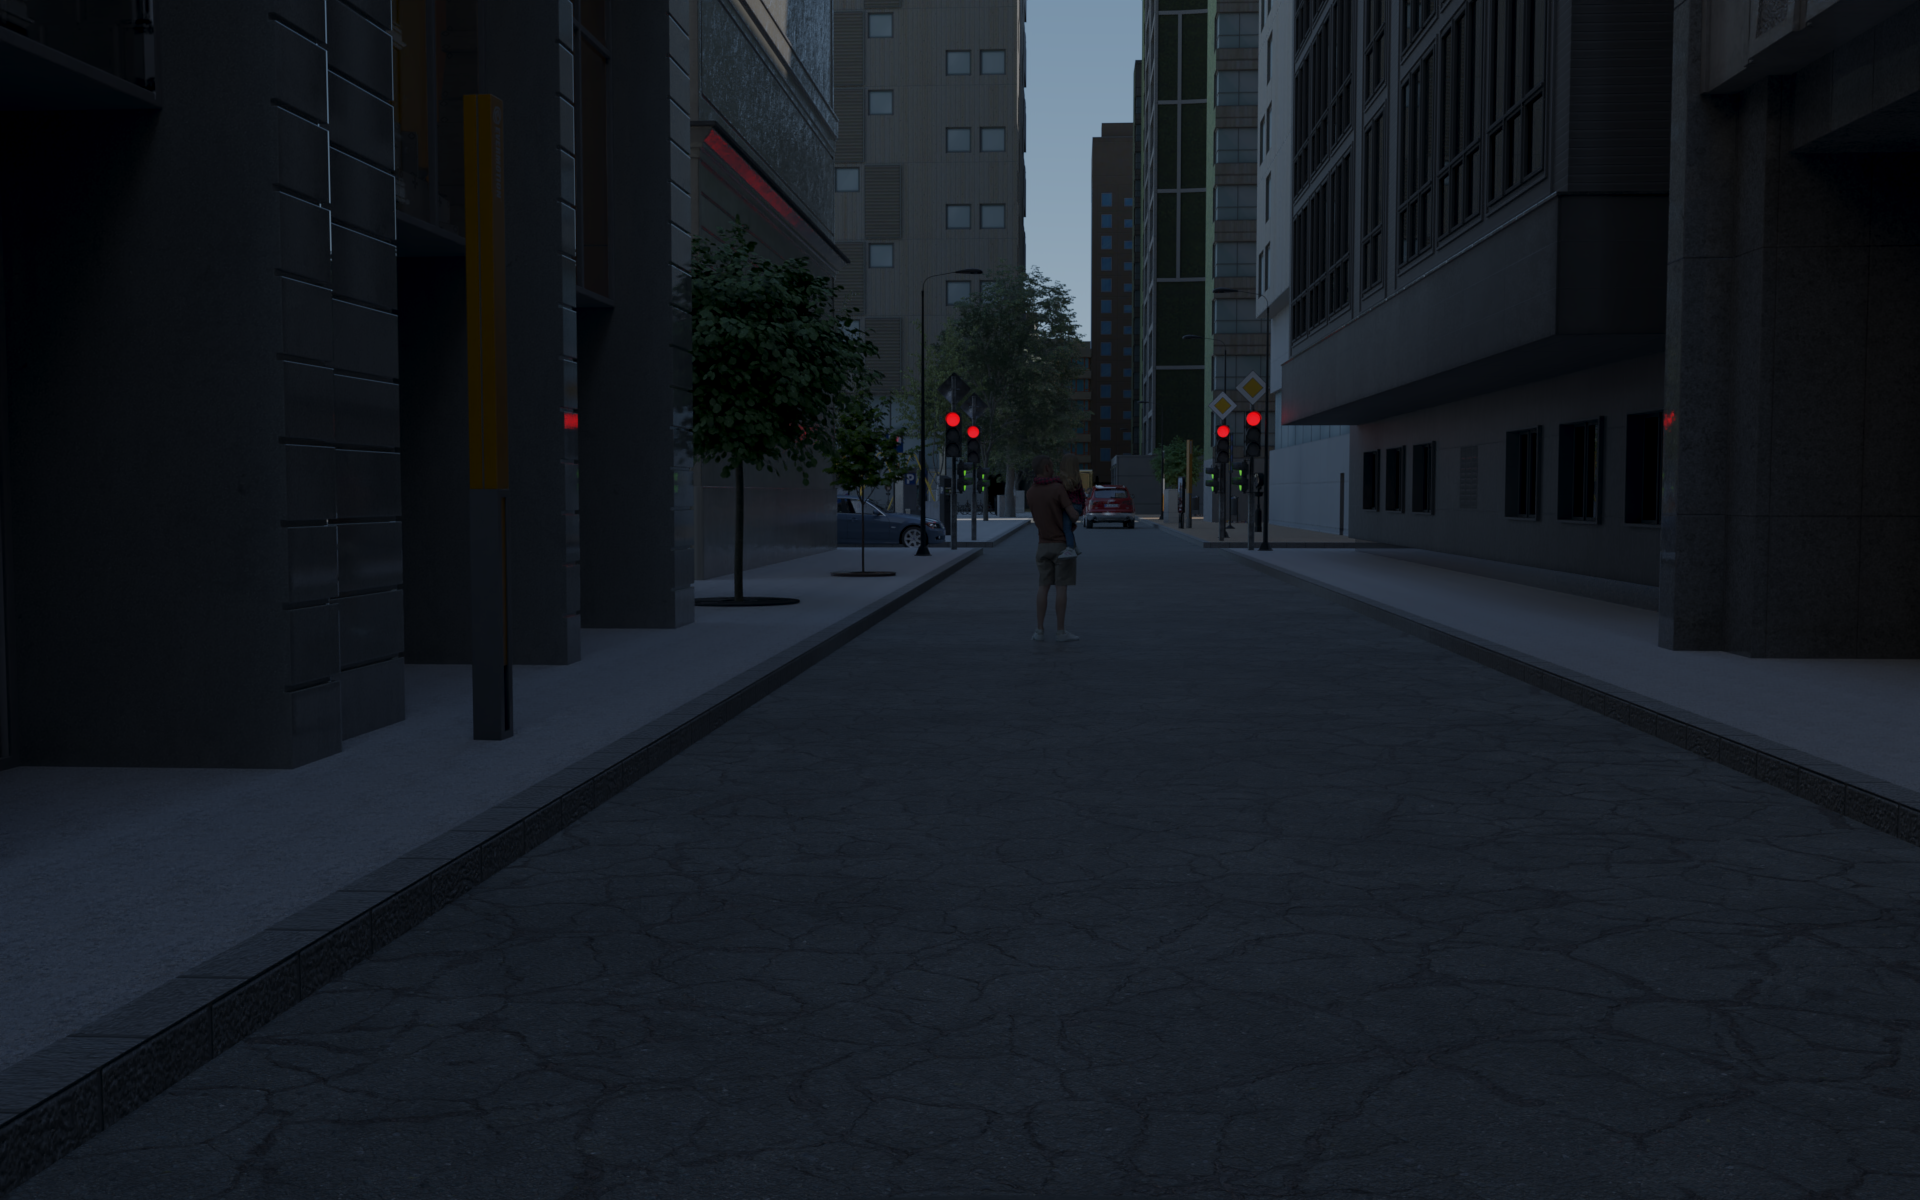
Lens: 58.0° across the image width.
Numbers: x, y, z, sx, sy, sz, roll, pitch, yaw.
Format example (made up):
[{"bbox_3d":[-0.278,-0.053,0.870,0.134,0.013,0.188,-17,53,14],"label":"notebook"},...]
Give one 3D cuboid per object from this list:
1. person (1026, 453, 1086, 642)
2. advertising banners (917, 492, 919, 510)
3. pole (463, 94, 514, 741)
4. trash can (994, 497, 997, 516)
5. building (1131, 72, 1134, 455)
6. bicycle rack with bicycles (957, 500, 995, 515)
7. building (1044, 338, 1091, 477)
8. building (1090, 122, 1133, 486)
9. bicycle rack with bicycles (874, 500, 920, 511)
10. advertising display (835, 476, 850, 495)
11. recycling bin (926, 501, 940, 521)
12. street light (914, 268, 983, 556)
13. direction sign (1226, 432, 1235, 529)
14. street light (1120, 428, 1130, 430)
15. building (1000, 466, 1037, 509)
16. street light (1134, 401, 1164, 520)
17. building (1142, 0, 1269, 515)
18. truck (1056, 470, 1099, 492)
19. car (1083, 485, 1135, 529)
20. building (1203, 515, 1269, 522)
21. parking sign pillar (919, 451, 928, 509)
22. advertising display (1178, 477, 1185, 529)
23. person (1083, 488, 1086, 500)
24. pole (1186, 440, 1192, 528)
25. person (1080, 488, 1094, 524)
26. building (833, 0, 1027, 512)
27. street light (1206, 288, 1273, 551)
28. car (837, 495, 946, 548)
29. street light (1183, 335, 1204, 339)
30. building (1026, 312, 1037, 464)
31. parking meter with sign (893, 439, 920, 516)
[{"bbox_3d":[0.958,-0.518,16.947,0.580,1.828,0.573,-1,4,-9],"label":"person"},{"bbox_3d":[-3.129,-7.309,115.686,2.074,3.025,0.090,3,5,43],"label":"advertising banners"},{"bbox_3d":[-2.450,-0.927,8.996,0.158,3.312,0.155,0,3,0],"label":"pole"},{"bbox_3d":[2.341,-5.510,101.734,0.748,1.137,0.748,0,3,0],"label":"trash can"},{"bbox_3d":[23.526,-29.534,166.472,14.154,41.232,14.086,0,4,4],"label":"building"},{"bbox_3d":[0.764,-5.728,107.029,2.925,0.926,2.852,1,4,12],"label":"bicycle rack with bicycles"},{"bbox_3d":[2.083,-22.976,220.699,28.899,21.520,27.650,0,4,4],"label":"building"},{"bbox_3d":[23.138,-34.354,211.794,14.200,45.320,14.600,0,4,4],"label":"building"},{"bbox_3d":[-3.573,-5.387,101.462,2.852,0.926,2.925,-3,4,-37],"label":"bicycle rack with bicycles"},{"bbox_3d":[-3.532,-2.611,47.905,0.974,1.923,0.123,0,4,5],"label":"advertising display"},{"bbox_3d":[-0.965,-2.929,60.439,0.722,1.027,0.722,1,4,8],"label":"recycling bin"},{"bbox_3d":[-0.228,-3.869,35.793,1.470,5.913,1.316,0,4,4],"label":"street light"},{"bbox_3d":[9.990,-4.402,63.965,0.379,3.537,0.876,0,3,0],"label":"direction sign"},{"bbox_3d":[12.010,-9.165,122.385,1.470,5.913,1.316,0,4,4],"label":"street light"},{"bbox_3d":[-2.654,-44.163,160.310,20.563,71.187,20.611,0,4,4],"label":"building"},{"bbox_3d":[9.546,-6.965,86.414,1.470,5.913,1.316,0,4,4],"label":"street light"},{"bbox_3d":[20.746,-27.420,131.908,14.154,41.232,14.086,0,4,4],"label":"building"},{"bbox_3d":[9.263,-8.674,137.744,3.469,3.379,9.791,0,4,5],"label":"truck"},{"bbox_3d":[6.275,-3.949,73.234,2.281,1.827,5.304,0,4,2],"label":"car"},{"bbox_3d":[18.843,-24.454,83.426,14.154,41.232,14.086,0,4,4],"label":"building"},{"bbox_3d":[-2.312,-7.337,108.433,1.447,3.967,1.447,0,4,5],"label":"parking sign pillar"},{"bbox_3d":[8.202,-3.605,64.159,0.123,1.923,0.974,0,4,-2],"label":"advertising display"},{"bbox_3d":[8.796,-6.982,122.538,0.514,1.842,0.818,-1,4,-13],"label":"person"},{"bbox_3d":[8.639,-4.367,65.239,0.158,3.312,0.155,0,3,0],"label":"pole"},{"bbox_3d":[6.045,-4.437,81.803,0.760,1.731,0.466,-3,4,-38],"label":"person"},{"bbox_3d":[-8.469,-33.484,136.701,28.713,52.752,27.495,0,4,4],"label":"building"},{"bbox_3d":[6.379,-4.071,39.095,1.470,5.913,1.316,0,4,4],"label":"street light"},{"bbox_3d":[-2.610,-1.986,44.478,4.499,1.417,2.014,0,4,3],"label":"car"},{"bbox_3d":[7.202,-4.780,50.692,1.470,5.913,1.316,0,4,4],"label":"street light"},{"bbox_3d":[-6.160,-20.860,186.107,28.899,21.520,27.650,0,4,4],"label":"building"},{"bbox_3d":[-1.570,-3.259,49.539,0.543,3.016,1.738,-2,4,-24],"label":"parking meter with sign"}]
